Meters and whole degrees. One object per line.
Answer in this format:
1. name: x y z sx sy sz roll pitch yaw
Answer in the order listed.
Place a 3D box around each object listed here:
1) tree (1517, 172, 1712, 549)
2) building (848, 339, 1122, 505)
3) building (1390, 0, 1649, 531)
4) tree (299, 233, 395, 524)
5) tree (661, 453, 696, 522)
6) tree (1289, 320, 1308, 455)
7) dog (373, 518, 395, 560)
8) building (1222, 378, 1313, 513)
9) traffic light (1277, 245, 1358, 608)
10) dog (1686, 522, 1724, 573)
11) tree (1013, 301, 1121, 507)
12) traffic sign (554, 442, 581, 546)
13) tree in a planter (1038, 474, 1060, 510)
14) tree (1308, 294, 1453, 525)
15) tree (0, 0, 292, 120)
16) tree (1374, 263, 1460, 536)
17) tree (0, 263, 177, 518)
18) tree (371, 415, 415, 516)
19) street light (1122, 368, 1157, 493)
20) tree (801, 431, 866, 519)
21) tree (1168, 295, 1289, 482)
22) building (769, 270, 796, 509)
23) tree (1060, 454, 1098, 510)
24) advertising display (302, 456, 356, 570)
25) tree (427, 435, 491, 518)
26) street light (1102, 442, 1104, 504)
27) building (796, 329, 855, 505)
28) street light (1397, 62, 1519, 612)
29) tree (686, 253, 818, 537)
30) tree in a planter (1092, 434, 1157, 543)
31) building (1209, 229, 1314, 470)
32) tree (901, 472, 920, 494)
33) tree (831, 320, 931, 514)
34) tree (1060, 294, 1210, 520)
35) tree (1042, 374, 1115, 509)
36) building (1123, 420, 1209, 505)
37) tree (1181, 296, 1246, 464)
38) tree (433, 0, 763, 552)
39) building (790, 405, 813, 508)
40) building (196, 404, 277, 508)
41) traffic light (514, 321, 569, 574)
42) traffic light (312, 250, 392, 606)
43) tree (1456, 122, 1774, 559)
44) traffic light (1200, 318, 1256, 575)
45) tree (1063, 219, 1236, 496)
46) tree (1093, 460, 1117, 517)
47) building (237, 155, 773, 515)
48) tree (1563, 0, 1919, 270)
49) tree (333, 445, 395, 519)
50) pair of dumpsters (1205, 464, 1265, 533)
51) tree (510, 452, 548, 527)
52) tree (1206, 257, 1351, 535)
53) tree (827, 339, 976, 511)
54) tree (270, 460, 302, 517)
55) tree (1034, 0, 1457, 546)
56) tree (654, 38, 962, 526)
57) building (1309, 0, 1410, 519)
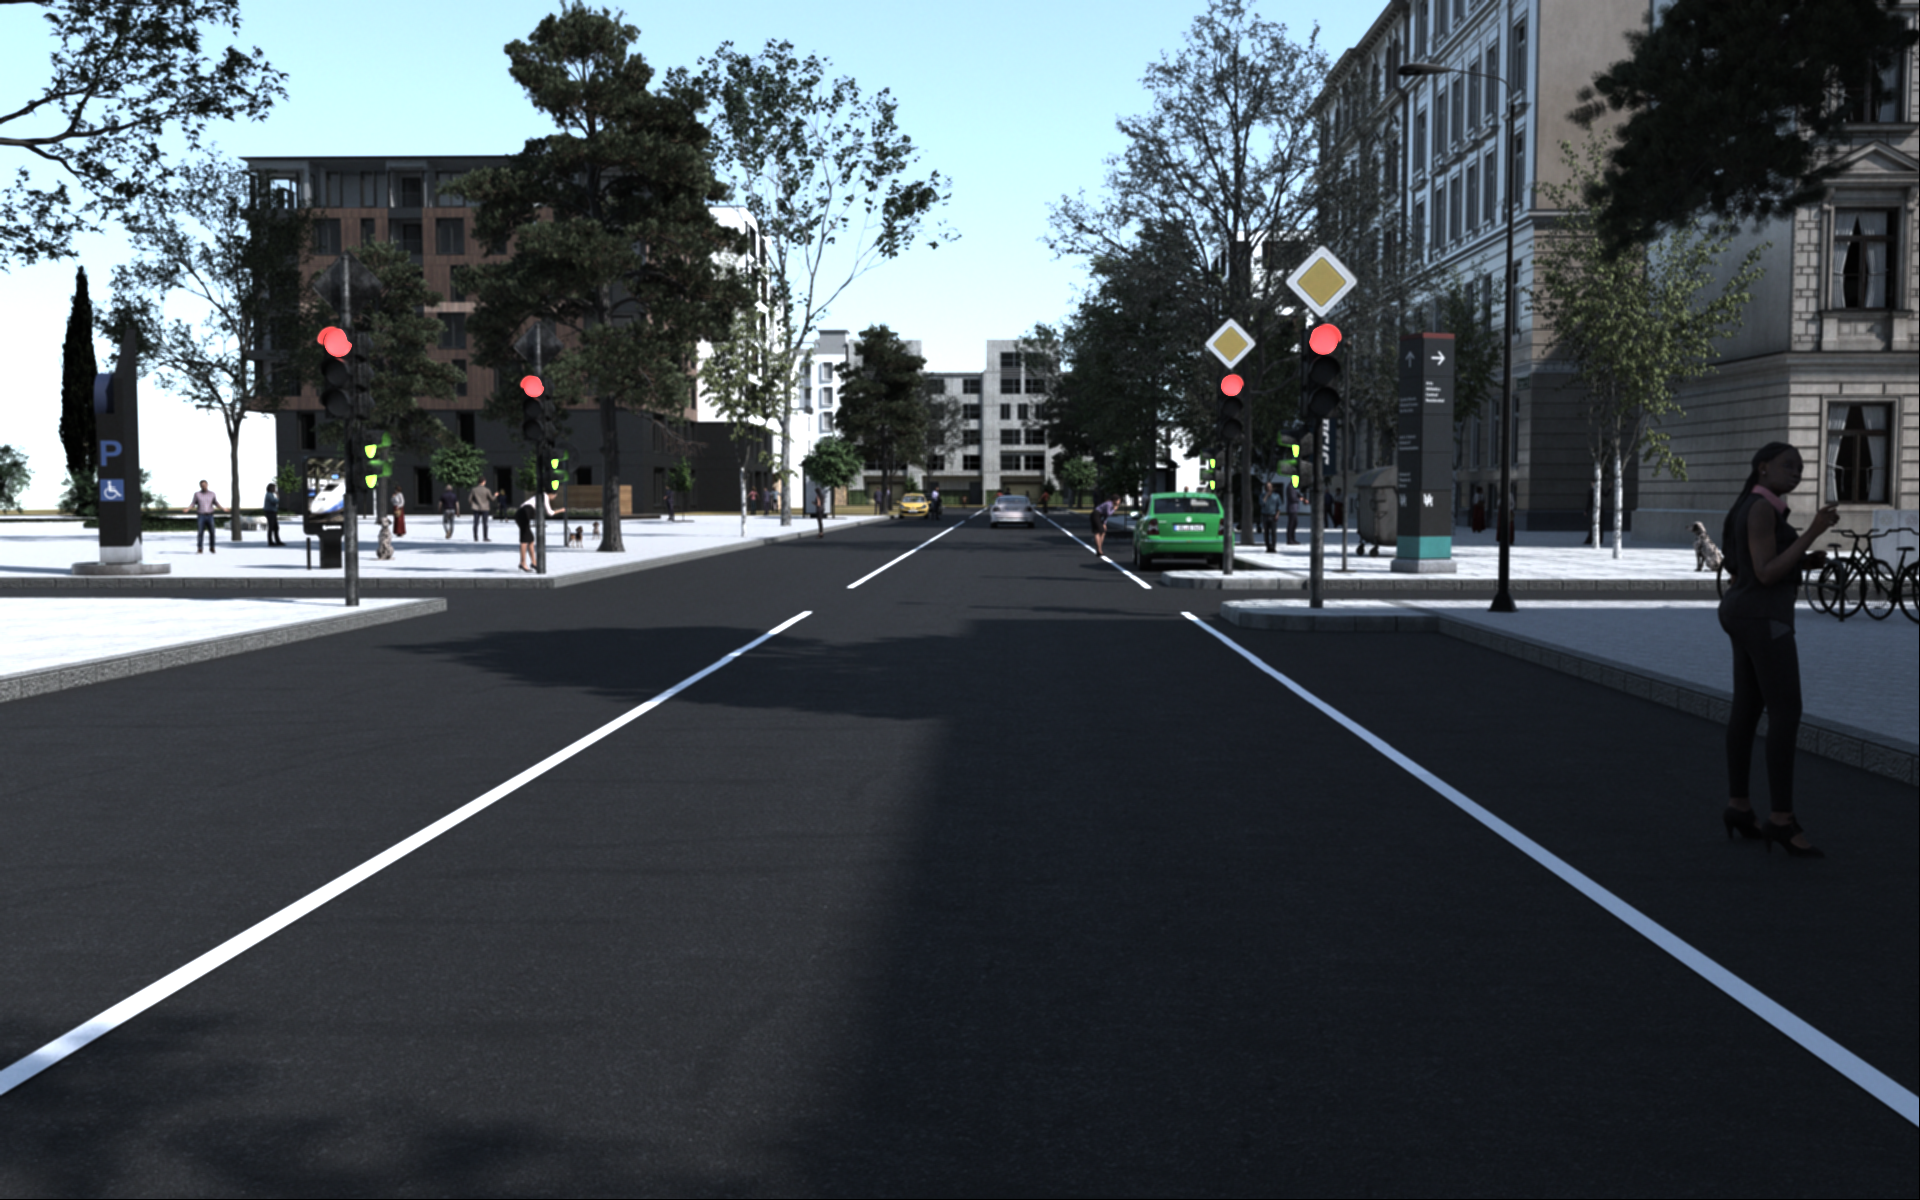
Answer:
1. tree: 15.205 -5.512 40.488 4.360 8.622 3.978 0 3 0
2. building: 3.189 -20.782 206.241 31.486 18.905 16.747 0 4 2
3. building: 26.033 -17.275 68.349 13.634 28.700 20.117 0 4 2
4. tree: -24.413 -9.237 73.084 6.751 12.117 7.091 0 3 0
5. tree: -12.776 -5.245 80.363 1.663 3.219 1.824 0 3 0
6. tree: 14.893 -7.392 71.221 4.360 8.622 3.978 0 3 0
7. dog: -11.343 -1.191 33.853 0.513 0.831 0.800 2 4 23
8. building: 24.231 -10.885 120.119 9.099 9.664 28.070 0 4 2
9. traffic light: 4.004 -1.847 19.443 0.839 4.213 0.868 0 4 2
10. dog: 12.355 -0.868 28.566 0.513 0.831 0.800 0 4 4
11. tree: 12.120 -19.130 168.656 12.611 20.169 13.585 0 3 0
12. traffic sign: -9.684 -2.592 42.490 0.768 2.556 0.104 0 4 6
13. tree in a planter: 8.068 -9.761 156.806 1.991 3.239 1.994 0 4 2
14. tree: 14.968 -6.759 60.872 4.360 8.622 3.978 0 3 0
15. tree: -8.747 -4.798 12.862 8.767 10.594 7.601 3 4 37
16. tree: 15.158 -6.307 53.479 4.737 8.622 4.395 0 3 0
17. tree: -54.029 -11.887 96.178 18.604 14.587 13.155 -2 4 -28
18. tree: -34.125 -9.234 101.333 4.360 8.622 3.978 0 3 0
19. street light: 6.683 -5.598 64.065 1.470 5.913 1.316 0 4 2
20. tree: -6.546 -6.500 89.983 4.285 4.588 4.351 0 3 0
21. tree: 9.544 -6.922 63.539 4.360 8.622 3.978 0 3 0
22. building: -22.525 -17.542 143.236 16.016 20.091 11.380 0 4 2
23. tree: 9.753 -9.656 141.591 4.285 4.588 4.351 0 3 0
24. advertising display: -10.811 -1.499 29.715 0.123 1.923 0.974 2 4 35
25. tree: -27.447 -6.806 94.984 4.285 4.588 4.351 0 3 0
26. street light: 7.875 -7.924 102.094 1.470 5.913 1.316 0 4 2
27. building: -18.280 -21.339 205.309 11.380 20.091 16.016 0 4 2
28. street light: 5.407 -2.830 18.810 1.470 5.913 1.316 0 4 2
29. tree: -6.417 -6.191 51.589 4.737 8.622 4.395 0 3 0
30. tree in a planter: 4.991 -3.356 52.095 1.991 3.239 1.994 0 4 2
31. building: 35.292 -18.709 149.873 27.936 21.610 32.646 0 4 2
32. tree: -4.362 -9.454 149.176 1.663 3.219 1.824 0 3 0
33. tree: -4.741 -11.417 108.719 6.751 12.117 7.091 0 3 0
34. tree: 8.759 -9.754 85.235 9.928 11.665 9.643 0 3 0
35. tree: 10.460 -13.957 150.247 6.751 12.117 7.091 0 3 0
36. building: 32.842 -15.884 201.858 28.070 9.664 9.099 0 4 2
37. tree: 15.314 -10.438 92.725 6.751 12.117 7.091 0 3 0
38. tree: -7.751 -7.095 38.056 6.751 12.117 7.091 0 3 0
39. building: -28.463 -13.622 164.862 28.070 9.664 9.099 0 4 2
40. building: -56.848 -13.649 165.312 28.070 9.664 9.099 0 4 2
41. traffic light: -6.719 -2.354 27.728 0.839 4.213 0.868 0 4 2
42. traffic light: -6.953 -1.866 19.747 0.839 4.213 0.868 0 4 2
43. tree: 13.185 -5.111 33.928 4.737 8.622 4.395 0 3 0
44. traffic light: 4.238 -2.335 27.425 0.839 4.213 0.868 0 4 2
45. tree: 8.108 -9.377 71.442 7.486 12.596 7.792 0 3 0
46. tree: 8.654 -6.391 99.092 1.663 3.219 1.824 0 3 0
47. building: -29.233 -16.949 121.089 27.936 21.610 32.646 0 4 2
48. tree: 6.386 -5.354 9.599 6.751 12.117 7.091 0 3 0
49. tree: -30.435 -6.399 88.332 4.285 4.588 4.351 0 3 0
50. pair of dumpsters: 9.293 -3.421 58.434 1.574 2.255 4.436 0 4 2
51. tree: -16.673 -4.500 68.172 1.663 3.219 1.824 0 3 0
52. tree: 9.630 -6.304 53.435 4.737 8.622 4.395 0 3 0
53. tree: -5.215 -13.597 132.679 12.009 13.543 11.850 0 3 0
54. tree: -37.528 -6.265 97.037 1.663 3.219 1.824 0 3 0
55. tree: 7.003 -8.090 42.635 12.009 13.543 11.850 0 3 0
56. tree: -6.284 -13.127 70.523 12.611 20.169 13.585 0 3 0
57. building: 26.633 -18.517 90.141 14.401 28.519 23.554 0 4 2
